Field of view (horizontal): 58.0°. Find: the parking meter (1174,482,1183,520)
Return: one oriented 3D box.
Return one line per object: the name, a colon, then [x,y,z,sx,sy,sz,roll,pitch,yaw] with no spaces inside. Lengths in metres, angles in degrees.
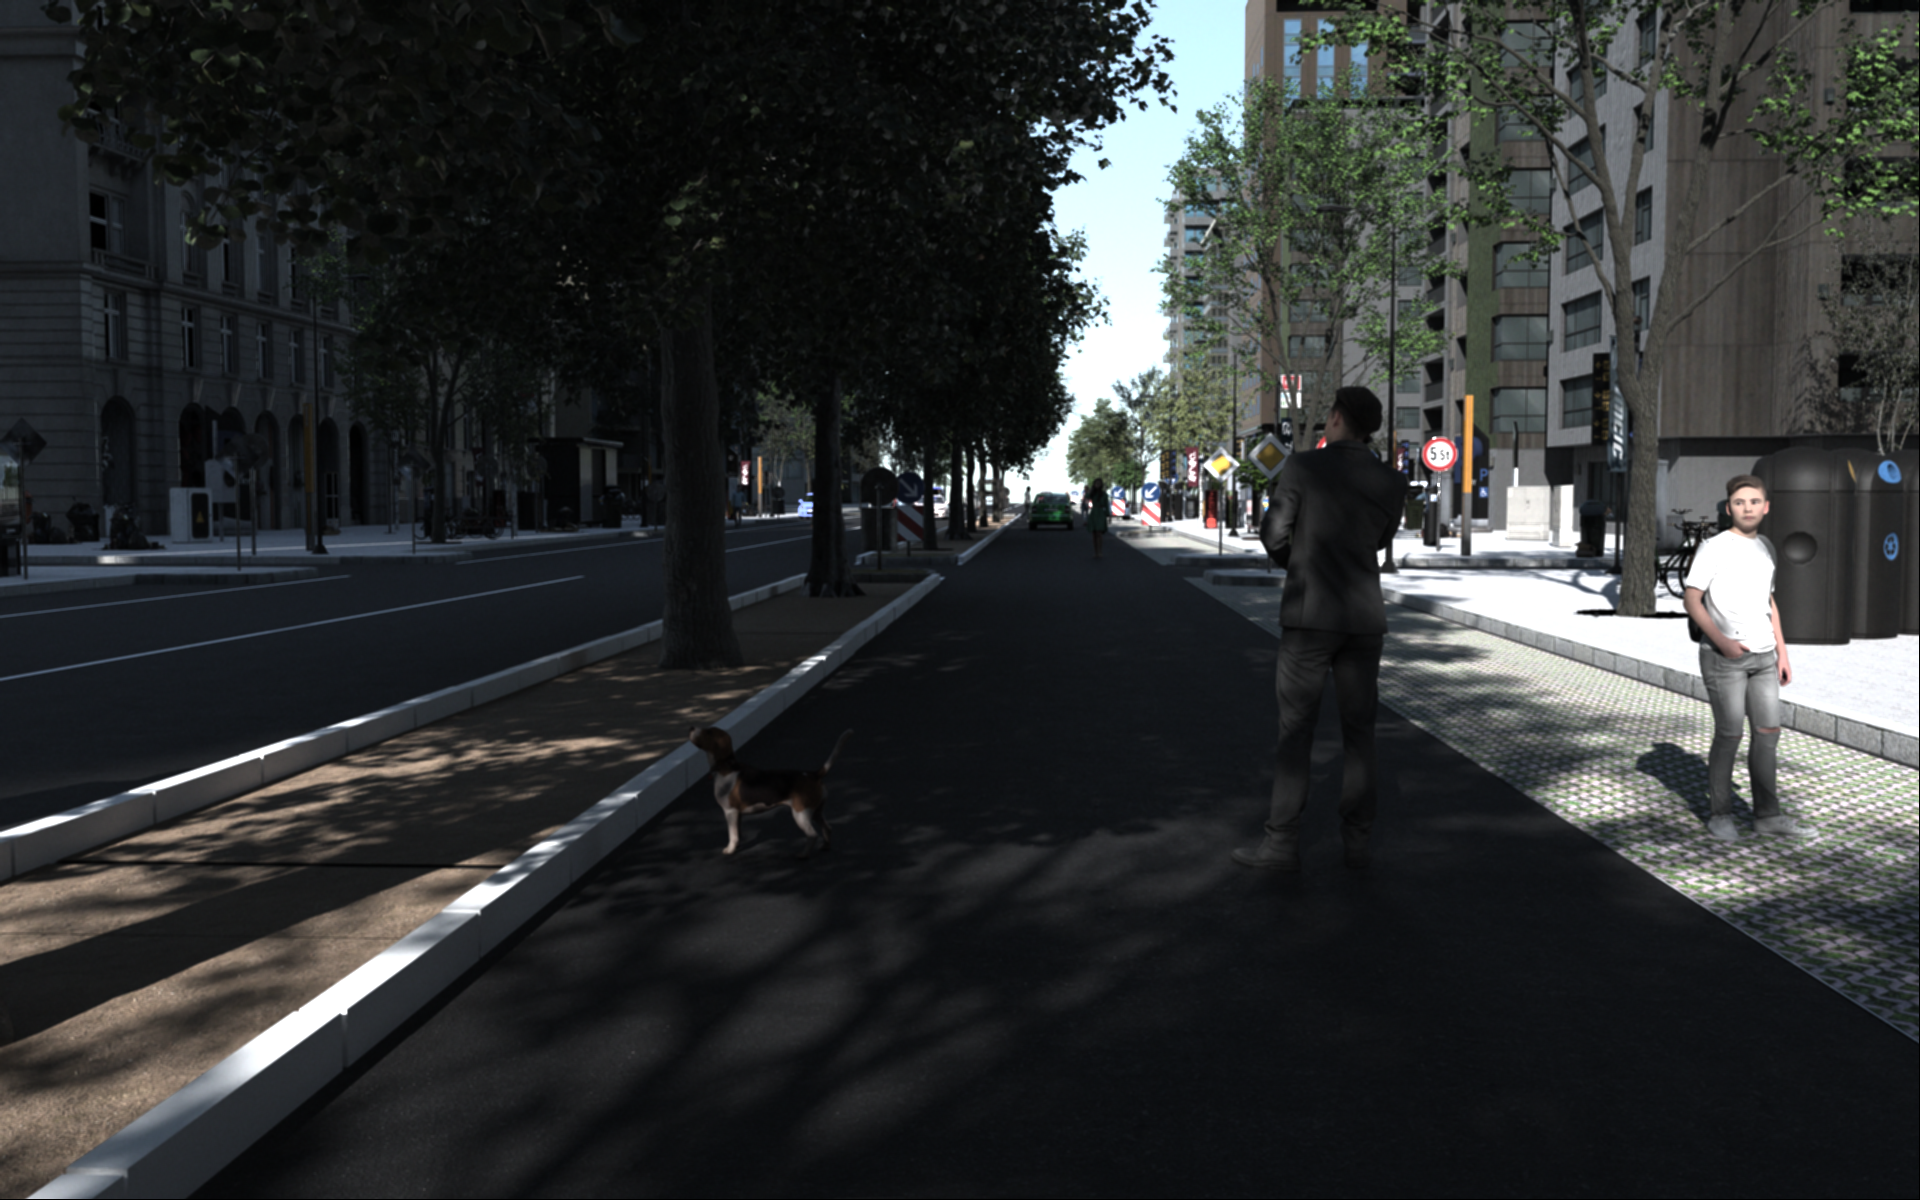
parking meter: [10.707,-4.844,84.918,0.399,1.863,0.255,-2,4,-32]

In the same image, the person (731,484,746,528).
person: [-9.319,-3.953,72.993,0.638,1.841,0.748,0,4,2]

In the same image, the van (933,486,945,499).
van: [-2.454,-9.311,156.611,2.240,2.365,5.245,0,4,4]

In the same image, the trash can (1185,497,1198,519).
trash can: [12.076,-4.815,90.376,0.748,1.137,0.748,0,3,0]

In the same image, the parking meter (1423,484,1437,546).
parking meter: [11.770,-2.130,43.234,0.372,1.533,0.369,0,3,0]

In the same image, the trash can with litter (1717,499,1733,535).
trash can with litter: [15.846,-1.472,35.449,0.624,1.170,1.055,1,4,16]

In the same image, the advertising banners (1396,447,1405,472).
advertising banners: [15.952,-4.186,64.634,2.074,3.025,0.090,-3,4,-38]

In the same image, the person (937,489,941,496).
person: [-1.711,-8.113,141.225,0.705,1.814,1.350,0,4,-7]

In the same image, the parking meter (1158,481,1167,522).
parking meter: [9.148,-4.440,78.312,0.255,1.863,0.399,2,4,32]

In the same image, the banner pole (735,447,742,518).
banner pole: [-11.798,-6.258,92.339,0.401,3.779,0.863,1,4,17]

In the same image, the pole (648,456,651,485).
pole: [-16.546,-6.031,92.445,0.158,3.312,0.155,0,3,0]

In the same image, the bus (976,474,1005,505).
bus: [3.208,-11.368,180.728,2.948,3.499,13.247,0,4,2]

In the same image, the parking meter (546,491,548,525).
parking meter: [-16.993,-3.887,71.966,0.372,1.533,0.369,0,3,0]

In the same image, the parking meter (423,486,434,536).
parking meter: [-16.083,-2.702,52.581,0.372,1.533,0.369,0,3,0]

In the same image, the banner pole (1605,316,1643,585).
banner pole: [9.325,-2.097,24.295,0.863,3.779,0.401,-2,4,-34]

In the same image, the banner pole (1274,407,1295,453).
banner pole: [9.332,-3.671,50.034,0.863,3.779,0.401,2,4,24]

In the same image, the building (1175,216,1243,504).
building: [44.618,-32.685,226.281,32.217,40.220,23.993,0,4,3]

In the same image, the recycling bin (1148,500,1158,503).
recycling bin: [11.464,-5.441,101.516,0.722,1.027,0.722,1,4,21]

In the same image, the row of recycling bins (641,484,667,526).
row of recycling bins: [-12.556,-3.964,71.925,1.069,1.692,3.534,-1,4,-18]

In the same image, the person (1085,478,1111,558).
person: [3.103,-1.838,38.799,0.600,1.795,0.529,1,4,9]

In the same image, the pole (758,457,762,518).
pole: [-10.888,-6.146,94.334,0.158,3.312,0.155,0,3,0]

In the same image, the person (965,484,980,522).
person: [0.513,-3.892,71.980,0.661,1.843,0.795,-1,4,-8]

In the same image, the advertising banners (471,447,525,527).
advertising banners: [-17.321,-4.220,65.190,2.074,3.025,0.090,-2,4,-26]

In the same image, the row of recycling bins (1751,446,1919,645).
row of recycling bins: [8.398,-0.532,15.814,3.534,1.692,1.069,-2,4,-33]

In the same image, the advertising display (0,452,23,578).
advertising display: [-14.849,-1.332,26.985,0.123,1.923,0.974,-1,4,-10]

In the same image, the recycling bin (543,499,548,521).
recycling bin: [-19.498,-4.284,82.589,0.722,1.027,0.722,3,4,37]

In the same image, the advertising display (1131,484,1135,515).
advertising display: [10.669,-6.230,107.069,0.123,1.923,0.974,0,4,-1]

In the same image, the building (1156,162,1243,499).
building: [41.224,-38.764,253.395,23.786,49.044,30.456,0,4,3]

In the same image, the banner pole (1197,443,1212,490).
banner pole: [12.003,-5.788,84.651,0.863,3.779,0.401,0,4,3]

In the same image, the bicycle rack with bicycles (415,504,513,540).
bicycle rack with bicycles: [-14.143,-2.202,49.388,2.925,0.926,2.852,-2,4,-34]

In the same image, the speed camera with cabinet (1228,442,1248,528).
speed camera with cabinet: [10.942,-4.388,66.077,0.660,3.252,2.038,3,4,38]

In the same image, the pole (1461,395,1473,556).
pole: [10.482,-2.566,35.794,0.158,3.312,0.155,0,3,0]

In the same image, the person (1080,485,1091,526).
person: [5.638,-4.246,77.935,0.555,1.821,0.388,3,5,42]

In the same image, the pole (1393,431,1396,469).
pole: [14.024,-3.808,56.097,0.158,3.312,0.155,0,3,0]

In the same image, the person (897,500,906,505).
person: [-2.966,-4.859,88.212,0.793,1.790,0.793,1,4,23]

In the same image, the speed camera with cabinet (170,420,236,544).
speed camera with cabinet: [-19.967,-3.147,45.790,0.660,3.252,2.038,1,4,15]

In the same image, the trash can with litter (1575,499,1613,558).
trash can with litter: [12.853,-1.454,35.156,0.624,1.170,1.055,2,4,29]

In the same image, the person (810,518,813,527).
person: [-6.027,-4.004,74.357,0.834,1.777,0.661,0,4,8]

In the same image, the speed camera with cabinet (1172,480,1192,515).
speed camera with cabinet: [13.603,-6.773,105.069,0.660,3.252,2.038,-3,4,-38]

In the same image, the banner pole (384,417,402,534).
banner pole: [-18.452,-4.060,56.402,0.401,3.779,0.863,1,4,18]

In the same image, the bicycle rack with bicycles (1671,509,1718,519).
bicycle rack with bicycles: [16.877,-1.648,40.322,2.852,0.926,2.925,-2,4,-32]

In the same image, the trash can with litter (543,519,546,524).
trash can with litter: [-18.273,-3.935,75.400,1.678,1.210,2.233,-1,4,-9]

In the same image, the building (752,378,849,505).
building: [-29.151,-38.619,220.662,28.713,52.752,27.495,0,4,3]

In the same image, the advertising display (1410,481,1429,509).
advertising display: [22.072,-4.771,83.226,0.974,1.923,0.123,3,5,43]

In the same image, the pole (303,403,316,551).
pole: [-14.678,-2.766,39.070,0.158,3.312,0.155,0,3,0]

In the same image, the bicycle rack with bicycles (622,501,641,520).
bicycle rack with bicycles: [-16.734,-4.375,84.906,2.925,0.926,2.852,3,5,41]

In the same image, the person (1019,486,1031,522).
person: [3.428,-5.003,90.150,0.795,1.843,0.661,0,4,7]

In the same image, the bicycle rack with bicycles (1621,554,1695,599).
bicycle rack with bicycles: [9.382,-0.458,20.863,2.925,0.926,2.852,0,4,-7]

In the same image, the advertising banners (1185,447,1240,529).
advertising banners: [9.337,-4.153,64.094,2.074,3.025,0.090,0,4,-1]

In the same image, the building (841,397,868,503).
building: [-24.844,-38.012,245.201,21.300,48.544,21.600,0,4,3]

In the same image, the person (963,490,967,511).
person: [0.569,-8.433,146.406,0.705,1.821,1.348,1,4,17]

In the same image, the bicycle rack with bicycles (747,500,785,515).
bicycle rack with bicycles: [-12.262,-5.795,108.130,2.925,0.926,2.852,-2,4,-23]

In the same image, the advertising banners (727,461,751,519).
advertising banners: [-11.951,-5.760,90.370,2.074,3.025,0.090,0,4,-7]

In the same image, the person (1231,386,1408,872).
person: [1.389,0.096,6.730,0.655,1.846,0.447,-1,4,-14]

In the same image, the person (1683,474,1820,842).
person: [3.262,0.239,7.181,0.523,1.515,0.503,3,5,39]

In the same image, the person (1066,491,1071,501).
person: [10.363,-9.604,166.083,0.434,1.755,0.990,3,4,37]
